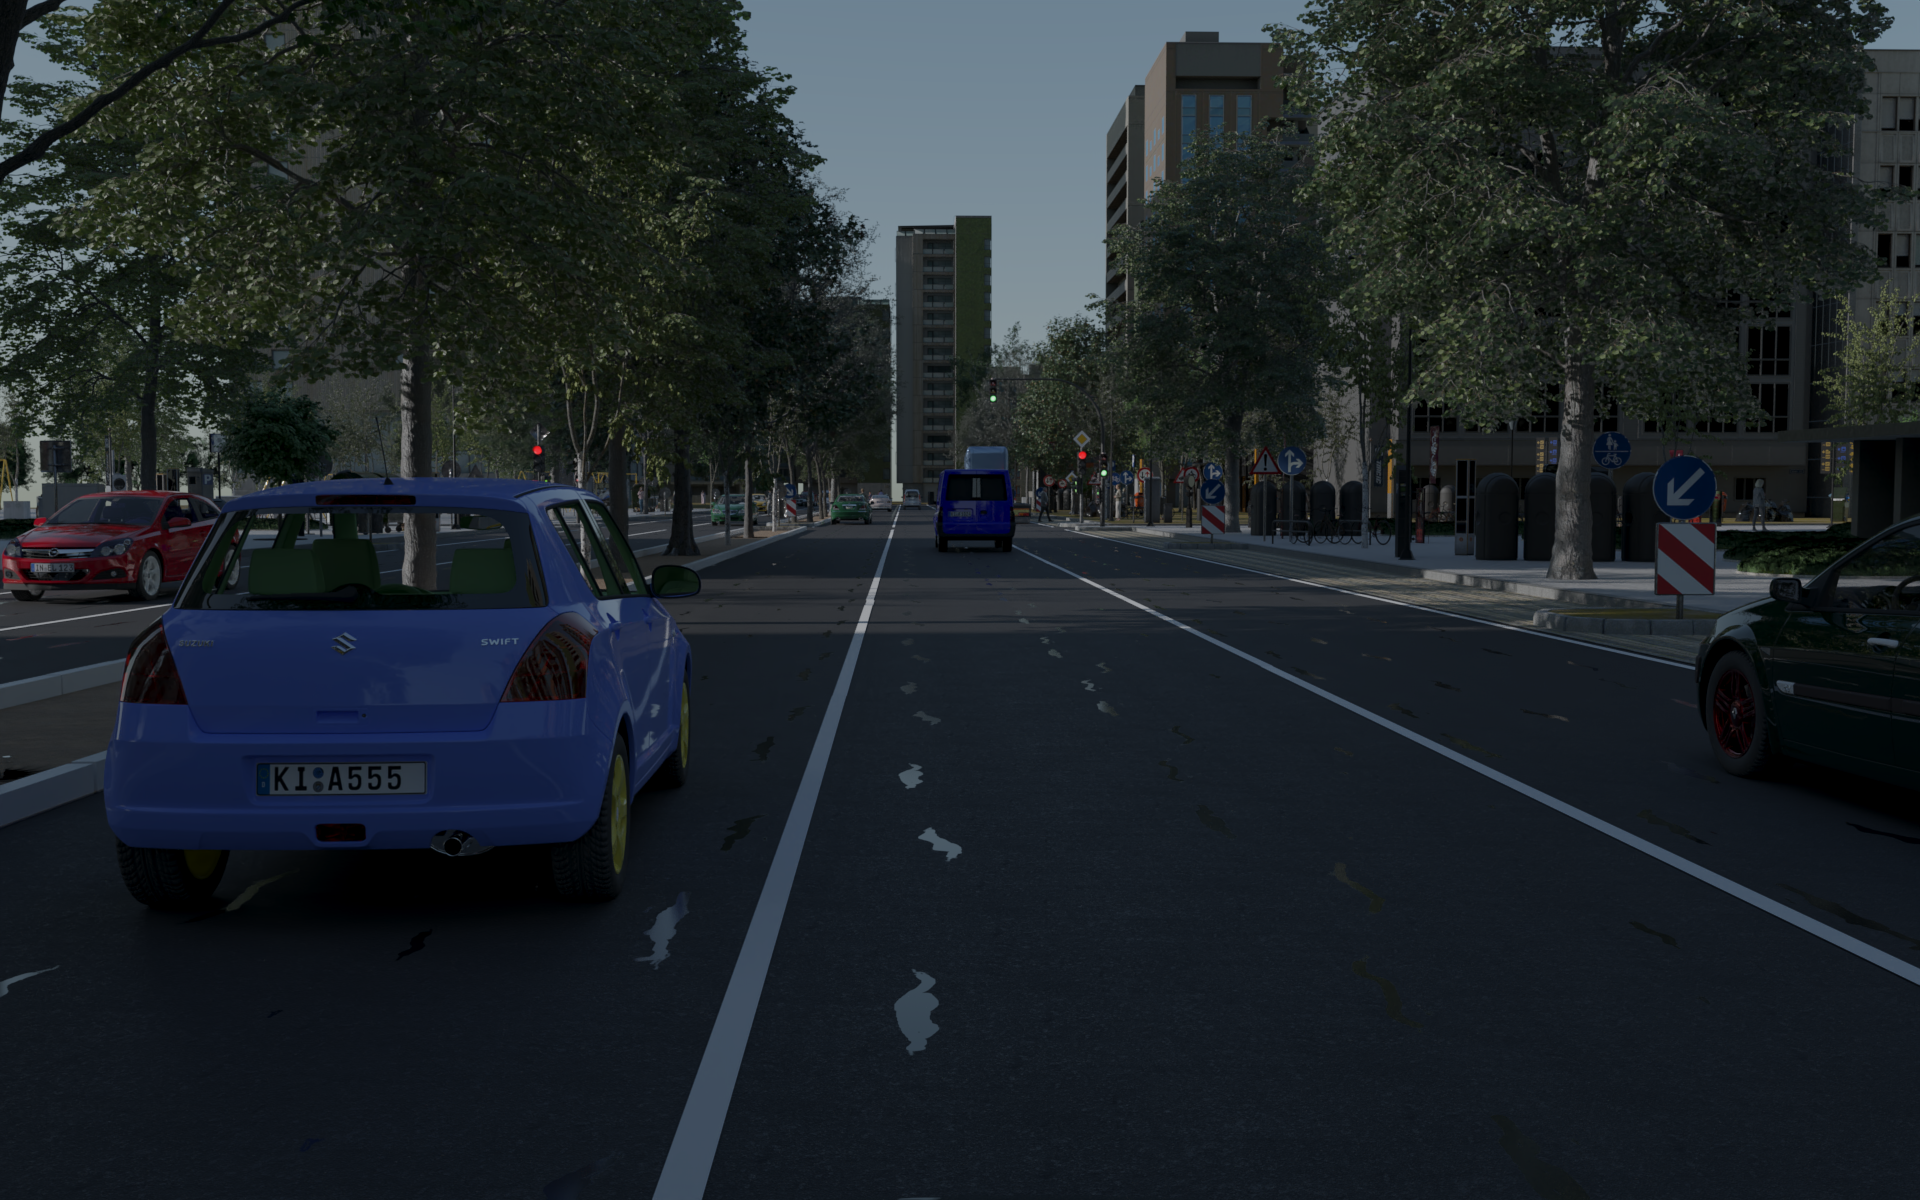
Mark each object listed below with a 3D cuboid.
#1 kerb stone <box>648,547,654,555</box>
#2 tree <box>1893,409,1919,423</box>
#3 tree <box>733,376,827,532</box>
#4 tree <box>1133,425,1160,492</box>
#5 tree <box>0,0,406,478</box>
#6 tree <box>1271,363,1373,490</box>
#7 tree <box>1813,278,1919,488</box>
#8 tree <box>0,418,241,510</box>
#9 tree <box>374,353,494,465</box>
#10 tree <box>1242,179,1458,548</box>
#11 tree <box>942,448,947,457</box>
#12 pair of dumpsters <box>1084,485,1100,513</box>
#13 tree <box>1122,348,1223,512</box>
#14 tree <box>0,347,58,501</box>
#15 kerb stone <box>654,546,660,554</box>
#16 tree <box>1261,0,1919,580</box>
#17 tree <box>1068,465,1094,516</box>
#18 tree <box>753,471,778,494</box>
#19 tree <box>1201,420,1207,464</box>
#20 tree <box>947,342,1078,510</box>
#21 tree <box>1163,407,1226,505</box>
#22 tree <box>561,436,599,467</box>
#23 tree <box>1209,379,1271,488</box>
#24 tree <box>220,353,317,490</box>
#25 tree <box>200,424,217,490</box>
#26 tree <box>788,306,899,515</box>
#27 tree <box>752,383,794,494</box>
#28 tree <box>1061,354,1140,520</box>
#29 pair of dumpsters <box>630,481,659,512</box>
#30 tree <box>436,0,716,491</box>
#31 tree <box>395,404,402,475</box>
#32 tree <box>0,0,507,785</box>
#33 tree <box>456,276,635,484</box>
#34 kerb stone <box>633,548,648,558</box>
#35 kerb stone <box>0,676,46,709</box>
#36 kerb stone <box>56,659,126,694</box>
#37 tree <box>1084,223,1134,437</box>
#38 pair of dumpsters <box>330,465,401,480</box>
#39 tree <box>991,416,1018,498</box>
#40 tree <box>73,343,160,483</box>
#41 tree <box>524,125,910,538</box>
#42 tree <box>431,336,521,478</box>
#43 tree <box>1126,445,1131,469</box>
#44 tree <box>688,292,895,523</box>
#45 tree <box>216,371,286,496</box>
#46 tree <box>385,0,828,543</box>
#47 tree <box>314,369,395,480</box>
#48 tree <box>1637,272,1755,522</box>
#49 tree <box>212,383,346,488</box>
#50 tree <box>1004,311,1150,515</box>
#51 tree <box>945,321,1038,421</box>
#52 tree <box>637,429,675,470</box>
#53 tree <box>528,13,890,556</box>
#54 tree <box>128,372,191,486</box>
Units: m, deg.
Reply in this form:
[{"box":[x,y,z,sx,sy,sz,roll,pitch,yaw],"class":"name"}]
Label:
[{"box":[-7.336,-1.117,40.455,0.120,0.150,1.000,0,4,-2],"class":"kerb stone"},{"box":[36.070,-4.997,65.419,4.285,4.588,4.351,0,3,0],"class":"tree"},{"box":[-7.073,-6.913,65.840,4.360,8.622,3.978,0,3,0],"class":"tree"},{"box":[16.840,-11.592,139.885,4.737,8.622,4.395,0,3,0],"class":"tree"},{"box":[-17.633,-7.353,38.348,7.486,12.596,7.792,0,3,0],"class":"tree"},{"box":[18.319,-8.300,86.065,4.360,8.622,3.978,0,3,0],"class":"tree"},{"box":[31.676,-6.720,60.227,4.737,8.622,4.395,0,3,0],"class":"tree"},{"box":[-69.138,-10.813,139.695,20.602,7.101,11.467,-2,4,-33],"class":"tree"},{"box":[-33.027,-10.777,110.620,7.601,10.594,8.767,1,4,9],"class":"tree"},{"box":[9.746,-5.513,40.497,4.737,8.622,4.395,0,3,0],"class":"tree"},{"box":[5.018,-15.902,170.375,12.009,13.543,11.850,0,3,0],"class":"tree"},{"box":[9.099,-6.998,116.914,1.574,2.255,4.437,0,4,-2],"class":"pair of dumpsters"},{"box":[15.673,-11.947,121.095,9.928,11.665,9.643,0,3,0],"class":"tree"},{"box":[-45.876,-8.145,83.534,4.360,8.622,3.978,0,3,0],"class":"tree"},{"box":[-7.366,-1.177,41.477,0.120,0.150,1.000,0,4,-2],"class":"kerb stone"},{"box":[9.320,-7.294,25.919,9.857,13.997,8.962,0,3,0],"class":"tree"},{"box":[7.020,-6.455,100.141,1.663,3.219,1.824,0,3,0],"class":"tree"},{"box":[-23.546,-13.708,207.844,4.285,4.588,4.351,0,3,0],"class":"tree"},{"box":[17.479,-10.017,114.144,4.360,8.622,3.978,0,3,0],"class":"tree"},{"box":[5.367,-13.952,138.478,12.009,13.543,11.850,0,3,0],"class":"tree"},{"box":[15.511,-9.512,105.885,4.737,8.622,4.395,0,3,0],"class":"tree"},{"box":[-32.303,-11.924,145.315,4.360,8.622,3.978,0,3,0],"class":"tree"},{"box":[16.291,-8.680,92.283,4.360,8.622,3.978,0,3,0],"class":"tree"},{"box":[-35.907,-8.519,89.653,4.737,8.622,4.395,0,3,0],"class":"tree"},{"box":[-44.957,-9.582,107.029,4.360,8.622,3.978,0,3,0],"class":"tree"},{"box":[-8.517,-12.674,116.333,9.857,13.997,8.962,0,3,0],"class":"tree"},{"box":[-6.380,-5.789,47.464,4.737,8.622,4.395,0,3,0],"class":"tree"},{"box":[7.277,-8.367,87.161,4.360,8.622,3.978,0,3,0],"class":"tree"},{"box":[-22.721,-7.467,124.576,1.574,2.255,4.437,0,4,-2],"class":"pair of dumpsters"},{"box":[-5.541,-4.438,25.387,4.737,8.622,4.395,0,3,0],"class":"tree"},{"box":[-44.193,-11.359,136.082,4.360,8.622,3.978,0,3,0],"class":"tree"},{"box":[-4.887,-4.889,8.151,9.928,11.665,9.643,0,3,0],"class":"tree"},{"box":[-20.352,-10.992,86.370,9.857,13.997,8.962,0,3,0],"class":"tree"},{"box":[-7.307,-1.054,39.429,0.120,0.150,1.000,0,4,-2],"class":"kerb stone"},{"box":[-6.414,0.639,11.777,0.120,0.150,1.000,0,4,-2],"class":"kerb stone"},{"box":[-6.451,0.575,12.798,0.120,0.150,1.000,0,4,-2],"class":"kerb stone"},{"box":[8.939,-9.221,57.411,9.857,13.997,8.962,0,3,0],"class":"tree"},{"box":[-19.249,-3.288,56.256,1.574,2.255,4.437,0,4,-2],"class":"pair of dumpsters"},{"box":[4.664,-12.535,155.304,4.360,8.622,3.978,0,3,0],"class":"tree"},{"box":[-40.596,-8.118,83.085,4.737,8.622,4.395,0,3,0],"class":"tree"},{"box":[-6.831,-8.742,55.762,12.009,13.543,11.850,0,3,0],"class":"tree"},{"box":[-34.223,-13.307,127.934,12.009,13.543,11.850,0,3,0],"class":"tree"},{"box":[15.241,-12.102,148.237,4.737,8.622,4.395,0,3,0],"class":"tree"},{"box":[-7.441,-8.635,78.044,8.767,10.594,7.601,0,4,-2],"class":"tree"},{"box":[-40.939,-9.206,100.887,4.360,8.622,3.978,0,3,0],"class":"tree"},{"box":[-6.315,-6.780,31.445,7.486,12.596,7.792,0,3,0],"class":"tree"},{"box":[-36.009,-9.236,101.366,4.360,8.622,3.978,0,3,0],"class":"tree"},{"box":[22.351,-6.350,54.180,4.737,8.622,4.395,0,3,0],"class":"tree"},{"box":[-18.971,-3.950,48.302,4.285,4.588,4.351,0,3,0],"class":"tree"},{"box":[7.192,-11.705,108.384,9.611,12.733,9.660,0,3,0],"class":"tree"},{"box":[4.259,-20.507,191.180,12.611,20.169,13.585,0,3,0],"class":"tree"},{"box":[-21.892,-12.541,139.450,7.601,10.594,8.767,3,4,39],"class":"tree"},{"box":[-6.466,-7.377,40.072,9.611,12.733,9.660,0,3,0],"class":"tree"},{"box":[-46.269,-9.105,99.230,4.360,8.622,3.978,0,3,0],"class":"tree"}]
